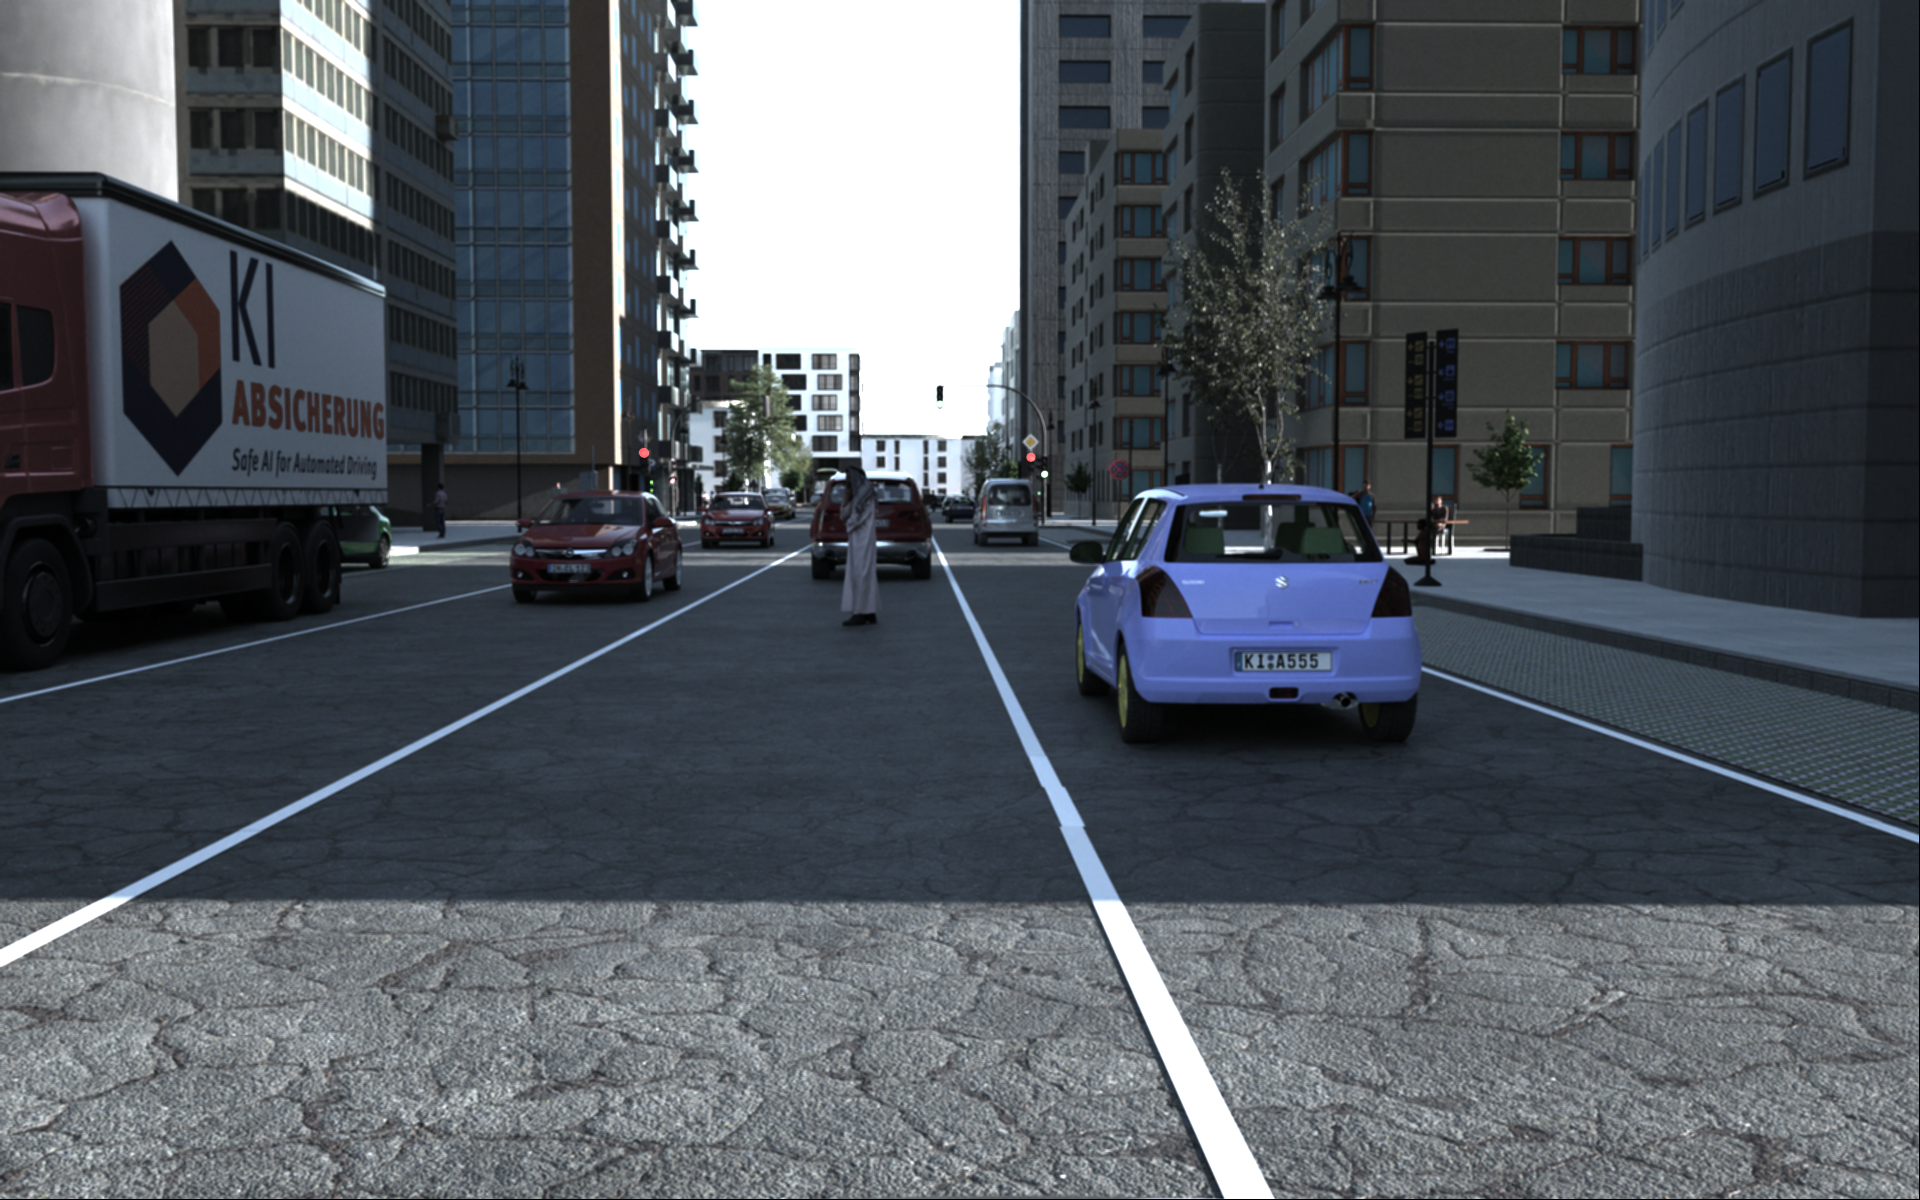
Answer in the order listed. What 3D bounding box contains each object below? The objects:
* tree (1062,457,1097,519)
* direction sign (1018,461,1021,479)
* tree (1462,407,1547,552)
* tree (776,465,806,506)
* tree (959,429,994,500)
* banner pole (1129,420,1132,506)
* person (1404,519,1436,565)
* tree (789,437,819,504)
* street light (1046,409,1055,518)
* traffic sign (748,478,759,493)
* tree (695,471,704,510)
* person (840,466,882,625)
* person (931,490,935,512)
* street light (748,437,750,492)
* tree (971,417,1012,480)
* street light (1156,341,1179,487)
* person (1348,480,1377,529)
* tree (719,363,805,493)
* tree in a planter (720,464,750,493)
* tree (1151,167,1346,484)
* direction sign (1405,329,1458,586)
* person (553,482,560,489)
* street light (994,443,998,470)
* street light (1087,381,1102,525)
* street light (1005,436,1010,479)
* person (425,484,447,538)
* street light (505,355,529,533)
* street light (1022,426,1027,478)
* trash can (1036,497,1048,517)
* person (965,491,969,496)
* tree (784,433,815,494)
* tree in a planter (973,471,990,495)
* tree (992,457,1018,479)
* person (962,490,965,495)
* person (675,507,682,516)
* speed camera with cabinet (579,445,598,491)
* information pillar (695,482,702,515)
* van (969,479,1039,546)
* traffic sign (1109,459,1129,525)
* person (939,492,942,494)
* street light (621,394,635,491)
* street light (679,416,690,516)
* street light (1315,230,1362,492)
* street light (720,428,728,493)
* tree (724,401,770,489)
[{"bbox_3d":[6.183,-5.834,89.983,1.663,3.219,1.824,0,3,0],"label":"tree"},{"bbox_3d":[4.124,-7.836,120.119,0.379,3.537,0.876,1,4,16],"label":"direction sign"},{"bbox_3d":[12.312,-2.708,38.885,1.663,3.219,1.824,0,3,0],"label":"tree"},{"bbox_3d":[-18.849,-12.779,192.657,4.285,4.588,4.351,0,3,0],"label":"tree"},{"bbox_3d":[2.060,-14.851,193.182,4.360,8.622,3.978,0,3,0],"label":"tree"},{"bbox_3d":[5.768,-4.194,58.582,0.401,3.779,0.863,0,4,8],"label":"banner pole"},{"bbox_3d":[8.288,-1.047,31.441,0.655,0.850,0.859,3,5,41],"label":"person"},{"bbox_3d":[-19.331,-16.202,215.260,4.360,8.622,3.978,0,3,0],"label":"tree"},{"bbox_3d":[4.909,-7.409,93.922,0.468,5.910,1.993,0,4,-2],"label":"street light"},{"bbox_3d":[-17.100,-8.772,143.427,0.884,2.594,0.081,0,4,6],"label":"traffic sign"},{"bbox_3d":[-21.722,-9.128,143.840,1.663,3.219,1.824,0,3,0],"label":"tree"},{"bbox_3d":[-1.126,-0.608,19.104,0.621,1.740,0.551,-3,4,-37],"label":"person"},{"bbox_3d":[-2.311,-7.974,139.402,0.750,1.759,0.617,1,4,20],"label":"person"},{"bbox_3d":[-17.070,-10.264,140.602,0.468,5.910,1.993,0,4,-2],"label":"street light"},{"bbox_3d":[2.999,-13.168,165.665,4.737,8.622,4.395,0,3,0],"label":"tree"},{"bbox_3d":[6.053,-4.773,50.821,0.468,5.910,1.993,0,4,-2],"label":"street light"},{"bbox_3d":[8.968,-1.874,38.548,0.647,1.594,0.662,-1,4,-11],"label":"person"},{"bbox_3d":[-17.211,-14.204,150.366,7.486,12.596,7.792,0,3,0],"label":"tree"},{"bbox_3d":[-13.665,-6.562,104.513,1.991,3.239,1.994,0,4,-2],"label":"tree in a planter"},{"bbox_3d":[6.686,-5.381,38.348,4.360,8.622,3.978,0,3,0],"label":"tree"},{"bbox_3d":[6.552,-1.967,24.157,0.379,3.537,0.876,-3,4,-36],"label":"direction sign"},{"bbox_3d":[-18.619,-4.534,80.036,0.709,1.838,0.599,0,4,2],"label":"person"},{"bbox_3d":[3.242,-11.138,154.893,0.468,5.910,1.993,0,4,-2],"label":"street light"},{"bbox_3d":[5.513,-6.010,71.052,0.468,5.910,1.993,0,4,-2],"label":"street light"},{"bbox_3d":[3.704,-9.890,134.481,0.468,5.910,1.993,0,4,-2],"label":"street light"},{"bbox_3d":[-15.115,-2.587,50.306,0.435,1.587,0.963,1,4,12],"label":"person"},{"bbox_3d":[-14.708,-5.193,57.697,0.468,5.910,1.993,0,4,-2],"label":"street light"},{"bbox_3d":[4.348,-8.663,114.434,0.468,5.910,1.993,0,4,-2],"label":"street light"},{"bbox_3d":[4.598,-5.222,97.038,0.748,1.137,0.748,0,3,0],"label":"trash can"},{"bbox_3d":[0.509,-9.559,165.322,0.750,1.759,0.617,-2,4,-25],"label":"person"},{"bbox_3d":[-19.233,-15.361,201.517,4.737,8.622,4.395,0,3,0],"label":"tree"},{"bbox_3d":[1.830,-8.246,132.044,1.991,3.239,1.994,0,4,-2],"label":"tree in a planter"},{"bbox_3d":[4.487,-10.151,149.690,4.285,4.588,4.351,0,3,0],"label":"tree"},{"bbox_3d":[0.367,-9.738,167.655,0.705,1.831,1.348,-2,4,-26],"label":"person"},{"bbox_3d":[-16.492,-5.195,101.456,0.357,0.543,0.381,0,4,1],"label":"person"},{"bbox_3d":[-14.811,-4.651,70.387,0.660,3.252,2.038,1,4,11],"label":"speed camera with cabinet"},{"bbox_3d":[-16.055,-6.238,106.476,0.304,2.012,0.304,-3,5,-43],"label":"information pillar"},{"bbox_3d":[1.272,-2.568,49.002,2.013,2.044,4.112,0,4,-2],"label":"van"},{"bbox_3d":[5.780,-3.842,62.925,0.768,2.556,0.104,0,4,6],"label":"traffic sign"},{"bbox_3d":[-2.301,-11.769,201.718,0.445,1.727,0.742,-3,5,-43],"label":"person"},{"bbox_3d":[-15.281,-6.561,80.056,0.468,5.910,1.993,0,4,-2],"label":"street light"},{"bbox_3d":[-15.987,-7.811,100.501,0.468,5.910,1.993,0,4,-2],"label":"street light"},{"bbox_3d":[6.672,-3.540,30.660,0.468,5.910,1.993,0,4,-2],"label":"street light"},{"bbox_3d":[-16.432,-9.038,120.554,0.468,5.910,1.993,0,4,-2],"label":"street light"},{"bbox_3d":[-17.072,-11.421,137.101,4.360,8.622,3.978,0,3,0],"label":"tree"}]
